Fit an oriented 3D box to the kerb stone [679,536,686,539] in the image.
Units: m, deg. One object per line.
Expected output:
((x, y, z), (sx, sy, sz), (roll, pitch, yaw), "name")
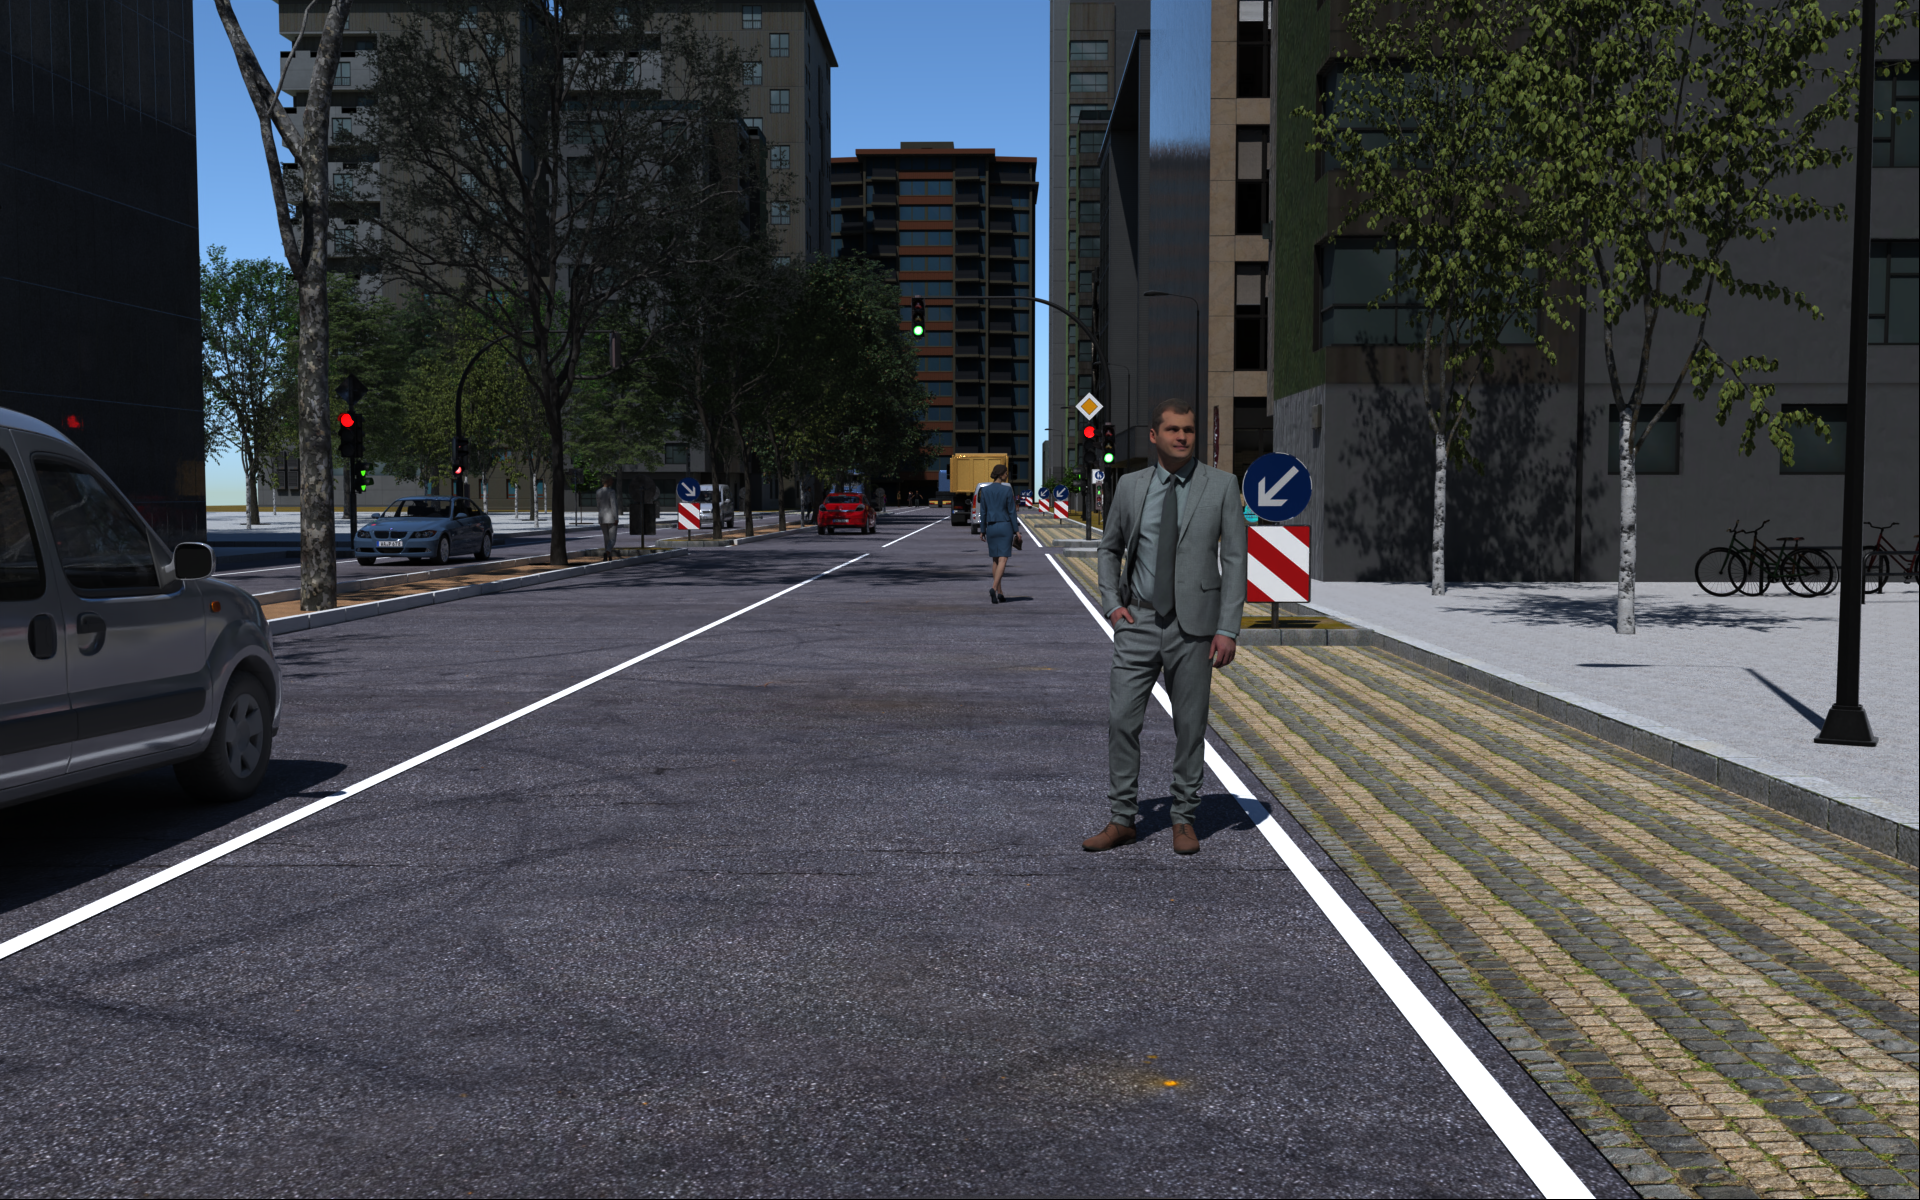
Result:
((-8.353, -1.779, 51.294), (0.120, 0.150, 1.000), (0, 4, 1), "kerb stone")

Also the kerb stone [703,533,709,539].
((-8.269, -2.031, 55.406), (0.120, 0.150, 1.000), (0, 4, 1), "kerb stone")

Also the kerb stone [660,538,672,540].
((-8.401, -1.655, 49.247), (0.120, 0.150, 1.000), (0, 4, 1), "kerb stone")

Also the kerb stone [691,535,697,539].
((-8.316, -1.905, 53.353), (0.120, 0.150, 1.000), (0, 4, 1), "kerb stone")

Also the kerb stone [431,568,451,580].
((-8.845, -0.429, 29.214), (0.120, 0.150, 1.000), (0, 4, 1), "kerb stone")

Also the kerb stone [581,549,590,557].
((-8.620, -1.052, 39.462), (0.120, 0.150, 1.000), (0, 4, 1), "kerb stone")

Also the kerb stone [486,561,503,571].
((-8.778, -0.617, 32.286), (0.120, 0.150, 1.000), (0, 4, 1), "kerb stone")

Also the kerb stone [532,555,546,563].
((-8.707, -0.806, 35.369), (0.120, 0.150, 1.000), (0, 4, 1), "kerb stone")

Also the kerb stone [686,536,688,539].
((-8.341, -1.839, 52.325), (0.120, 0.150, 1.000), (0, 4, 1), "kerb stone")

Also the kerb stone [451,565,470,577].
((-8.819, -0.492, 30.236), (0.120, 0.150, 1.000), (0, 4, 1), "kerb stone")

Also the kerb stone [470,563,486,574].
((-8.802, -0.549, 31.258), (0.120, 0.150, 1.000), (0, 4, 1), "kerb stone")

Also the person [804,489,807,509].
((-13.556, -8.991, 153.576), (0.750, 1.759, 0.617), (3, 4, 37), "person")

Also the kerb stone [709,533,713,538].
((-8.249, -2.086, 56.428), (0.120, 0.150, 1.000), (0, 4, 1), "kerb stone")

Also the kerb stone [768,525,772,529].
((-7.931, -2.966, 70.786), (0.120, 0.150, 1.000), (0, 4, 1), "kerb stone")

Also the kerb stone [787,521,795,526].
((-7.757, -3.473, 78.988), (0.120, 0.150, 1.000), (0, 4, 1), "kerb stone")

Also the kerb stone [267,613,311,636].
((-6.991, 0.263, 17.901), (0.120, 0.150, 1.000), (0, 4, 1), "kerb stone")

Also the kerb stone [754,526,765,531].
((-7.979, -2.844, 68.731), (0.120, 0.150, 1.000), (0, 4, 1), "kerb stone")

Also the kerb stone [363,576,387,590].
((-8.915, -0.241, 26.135), (0.120, 0.150, 1.000), (0, 4, 1), "kerb stone")

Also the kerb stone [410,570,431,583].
((-8.872, -0.362, 28.186), (0.120, 0.150, 1.000), (0, 4, 1), "kerb stone")

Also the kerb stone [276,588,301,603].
((-8.987, -0.052, 23.051), (0.120, 0.150, 1.000), (0, 4, 1), "kerb stone")

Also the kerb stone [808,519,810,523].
((-7.620, -3.847, 85.137), (0.120, 0.150, 1.000), (0, 4, 1), "kerb stone")

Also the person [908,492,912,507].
((-5.446, -11.036, 189.734), (0.445, 1.727, 0.742), (1, 4, 12), "person")

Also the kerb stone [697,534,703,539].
((-8.288, -1.969, 54.384), (0.120, 0.150, 1.000), (0, 4, 1), "kerb stone")

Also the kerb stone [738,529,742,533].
((-8.115, -2.470, 62.584), (0.120, 0.150, 1.000), (0, 4, 1), "kerb stone")

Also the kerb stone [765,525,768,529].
((-7.959, -2.909, 69.756), (0.120, 0.150, 1.000), (0, 4, 1), "kerb stone")

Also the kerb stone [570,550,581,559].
((-8.643, -0.994, 38.440), (0.120, 0.150, 1.000), (0, 4, 1), "kerb stone")

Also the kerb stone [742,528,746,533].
((-8.088, -2.528, 63.606), (0.120, 0.150, 1.000), (0, 4, 1), "kerb stone")

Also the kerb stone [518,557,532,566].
((-8.732, -0.743, 34.345), (0.120, 0.150, 1.000), (0, 4, 1), "kerb stone")

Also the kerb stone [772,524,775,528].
((-7.912, -3.035, 71.815), (0.120, 0.150, 1.000), (0, 4, 1), "kerb stone")

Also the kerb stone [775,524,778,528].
((-7.883, -3.097, 72.837), (0.120, 0.150, 1.000), (0, 4, 1), "kerb stone")

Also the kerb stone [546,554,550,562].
((-8.689, -0.867, 36.391), (0.120, 0.150, 1.000), (0, 4, 1), "kerb stone")

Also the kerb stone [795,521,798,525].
((-7.724, -3.532, 80.015), (0.120, 0.150, 1.000), (0, 4, 1), "kerb stone")

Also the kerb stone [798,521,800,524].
((-7.707, -3.597, 81.037), (0.120, 0.150, 1.000), (0, 4, 1), "kerb stone")

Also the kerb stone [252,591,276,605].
((-9.000, 0.015, 22.029), (0.120, 0.150, 1.000), (0, 4, 1), "kerb stone")

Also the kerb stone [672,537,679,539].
((-8.381, -1.717, 50.269), (0.120, 0.150, 1.000), (0, 4, 1), "kerb stone")

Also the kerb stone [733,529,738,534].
((-8.130, -2.407, 61.557), (0.120, 0.150, 1.000), (0, 4, 1), "kerb stone")

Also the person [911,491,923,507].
((-4.613, -10.862, 186.098), (1.348, 1.822, 0.705), (1, 4, 18), "person")

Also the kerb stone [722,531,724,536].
((-8.199, -2.218, 58.480), (0.120, 0.150, 1.000), (0, 4, 1), "kerb stone")

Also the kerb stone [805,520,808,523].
((-7.630, -3.786, 84.103), (0.120, 0.150, 1.000), (0, 4, 1), "kerb stone")

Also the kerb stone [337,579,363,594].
((-8.937, -0.178, 25.105), (0.120, 0.150, 1.000), (0, 4, 1), "kerb stone")

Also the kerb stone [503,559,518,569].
((-8.757, -0.680, 33.318), (0.120, 0.150, 1.000), (0, 4, 1), "kerb stone")

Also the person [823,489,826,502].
((-13.473, -10.185, 172.595), (1.348, 1.821, 0.705), (2, 4, 31), "person")

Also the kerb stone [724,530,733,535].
((-8.157, -2.345, 60.533), (0.120, 0.150, 1.000), (0, 4, 1), "kerb stone")

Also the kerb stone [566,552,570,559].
((-8.663, -0.928, 37.413), (0.120, 0.150, 1.000), (0, 4, 1), "kerb stone")

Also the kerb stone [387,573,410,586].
((-8.899, -0.304, 27.164), (0.120, 0.150, 1.000), (0, 4, 1), "kerb stone")
